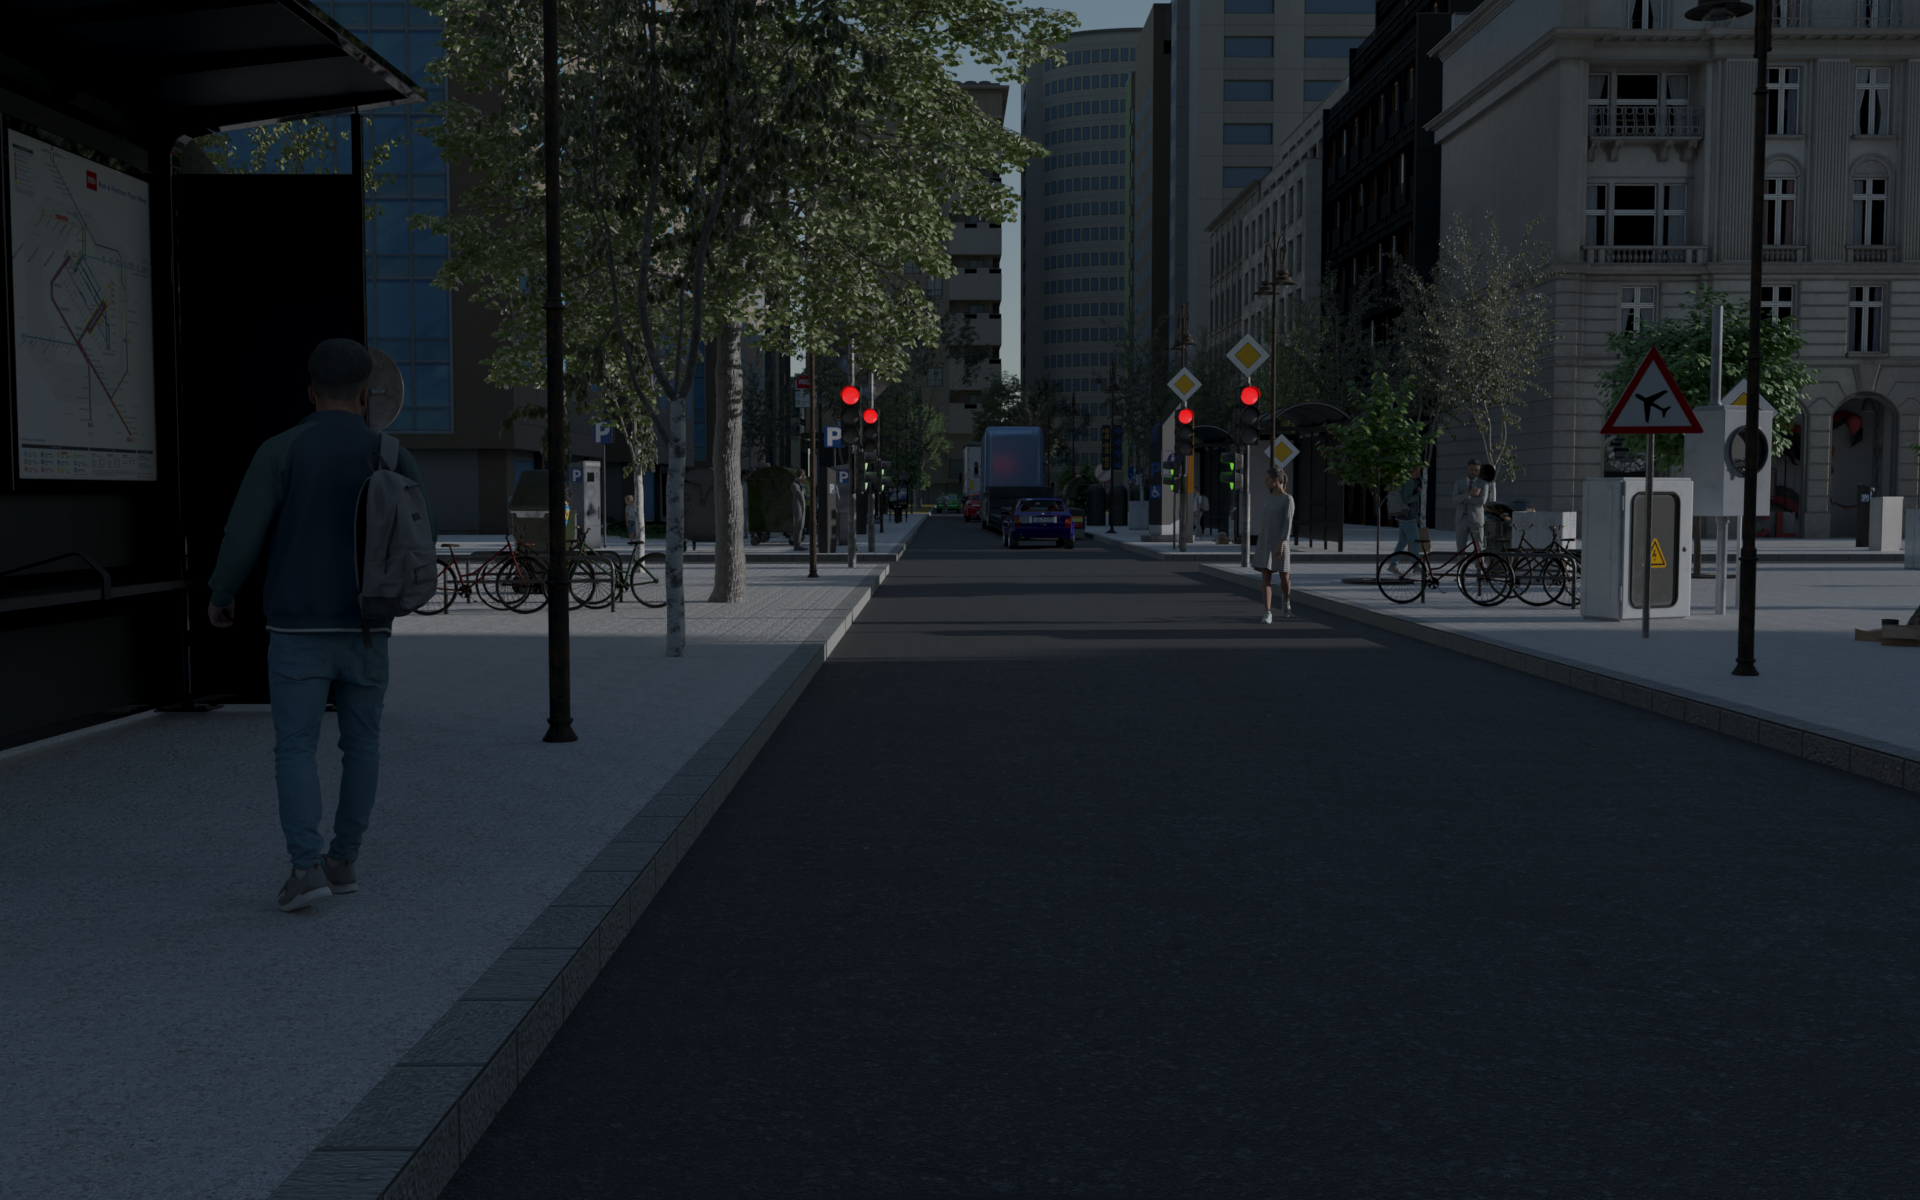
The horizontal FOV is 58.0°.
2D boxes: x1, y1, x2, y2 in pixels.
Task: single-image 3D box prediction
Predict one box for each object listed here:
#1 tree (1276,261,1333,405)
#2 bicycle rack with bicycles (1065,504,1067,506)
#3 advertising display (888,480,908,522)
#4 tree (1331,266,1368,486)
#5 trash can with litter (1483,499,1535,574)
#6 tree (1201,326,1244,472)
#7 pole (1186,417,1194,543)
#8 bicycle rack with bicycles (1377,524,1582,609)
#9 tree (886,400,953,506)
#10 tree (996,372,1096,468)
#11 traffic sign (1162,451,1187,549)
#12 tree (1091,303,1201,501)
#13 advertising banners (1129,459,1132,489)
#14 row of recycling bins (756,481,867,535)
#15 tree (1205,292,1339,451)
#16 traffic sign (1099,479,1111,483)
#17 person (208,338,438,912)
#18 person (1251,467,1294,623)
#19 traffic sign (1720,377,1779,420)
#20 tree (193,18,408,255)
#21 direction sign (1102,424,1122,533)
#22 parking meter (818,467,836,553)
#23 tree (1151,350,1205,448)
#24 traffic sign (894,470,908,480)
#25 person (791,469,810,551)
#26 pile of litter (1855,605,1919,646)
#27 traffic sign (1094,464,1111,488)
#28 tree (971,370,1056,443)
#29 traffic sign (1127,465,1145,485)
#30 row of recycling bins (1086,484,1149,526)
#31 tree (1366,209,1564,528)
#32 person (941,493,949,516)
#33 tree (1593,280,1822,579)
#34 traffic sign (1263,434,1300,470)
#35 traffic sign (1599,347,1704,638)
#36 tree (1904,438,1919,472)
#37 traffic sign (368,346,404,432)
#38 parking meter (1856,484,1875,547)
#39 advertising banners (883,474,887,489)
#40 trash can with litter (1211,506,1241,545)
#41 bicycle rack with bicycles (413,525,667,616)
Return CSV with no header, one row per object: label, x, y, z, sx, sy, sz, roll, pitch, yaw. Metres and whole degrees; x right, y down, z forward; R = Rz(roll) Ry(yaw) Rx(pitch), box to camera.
tree,12.288,-6.431,55.509,4.360,8.622,3.978,0,3,0
bicycle rack with bicycles,6.683,-5.917,110.126,2.925,0.926,2.852,1,4,9
advertising display,-2.815,-4.506,78.891,0.974,1.923,0.123,2,4,25
tree,13.479,-6.091,49.943,4.360,8.622,3.978,0,3,0
trash can with litter,8.847,-1.010,27.906,1.055,1.170,0.624,-2,4,-33
tree,10.994,-7.610,74.778,4.360,8.622,3.978,0,3,0
pole,5.986,-3.138,45.144,0.158,3.312,0.155,0,3,0
bicycle rack with bicycles,6.717,-0.421,20.273,2.925,0.926,2.852,3,5,39
tree,-4.417,-16.142,189.683,9.928,11.665,9.643,0,3,0
tree,5.874,-12.081,131.942,8.767,10.594,7.601,-3,4,-39
traffic sign,4.960,-2.319,40.048,0.606,2.300,0.079,0,4,5
tree,7.015,-7.094,66.344,4.360,8.622,3.978,0,3,0
advertising banners,8.542,-5.452,85.325,0.090,3.025,2.074,0,4,-5
row of recycling bins,-4.688,-2.917,54.803,3.534,1.692,1.069,-1,4,-17
tree,11.755,-6.859,62.514,4.737,8.622,4.395,0,3,0
traffic sign,6.818,-4.991,81.711,0.768,2.556,0.104,0,4,5
person,-1.999,0.053,5.530,0.721,1.781,0.623,3,5,44
person,3.537,-0.625,19.463,0.466,1.731,0.760,1,4,20
traffic sign,8.857,-1.215,19.592,0.795,2.593,0.064,0,4,2
tree,-9.417,-4.375,21.896,4.737,8.622,4.395,0,3,0
direction sign,4.958,-3.953,56.625,0.379,3.537,0.876,-3,5,-41
parking meter,-2.880,-1.950,37.595,0.255,1.863,0.399,2,4,27
tree,11.874,-8.281,85.758,4.737,8.622,4.395,0,3,0
traffic sign,-3.117,-5.588,91.468,0.768,2.556,0.104,0,4,8
person,-3.578,-2.043,39.249,0.447,1.846,0.655,0,4,5
pile of litter,8.358,-0.040,14.625,1.176,0.858,1.719,0,4,-1
traffic sign,5.990,-4.412,72.249,0.768,2.556,0.104,0,4,7
tree,5.419,-16.534,176.979,9.857,13.997,8.962,0,3,0
traffic sign,7.754,-4.669,76.446,0.768,2.556,0.104,0,4,4
row of recycling bins,6.857,-3.835,69.814,3.534,1.692,1.069,0,4,5
tree,13.391,-5.722,43.911,4.360,8.622,3.978,0,3,0
person,-0.961,-6.184,112.207,0.503,1.515,0.523,0,4,-5
tree,11.531,-2.635,26.794,4.285,4.588,4.351,0,3,0
traffic sign,7.006,-2.320,37.663,0.795,2.593,0.064,1,4,9
traffic sign,6.118,-0.940,15.381,0.884,2.594,0.081,0,4,7
tree,14.052,-1.770,23.548,1.663,3.219,1.824,0,3,0
traffic sign,-5.131,-0.902,14.854,0.768,2.556,0.104,1,4,9
parking meter,21.850,-2.043,41.806,0.372,1.533,0.369,0,3,0
advertising banners,-4.580,-5.874,92.221,2.074,3.025,0.090,2,4,35
trash can with litter,6.968,-1.996,44.027,1.055,1.170,0.624,-1,4,-10
bicycle rack with bicycles,-4.586,-0.369,19.413,2.925,0.926,2.852,0,4,-7
